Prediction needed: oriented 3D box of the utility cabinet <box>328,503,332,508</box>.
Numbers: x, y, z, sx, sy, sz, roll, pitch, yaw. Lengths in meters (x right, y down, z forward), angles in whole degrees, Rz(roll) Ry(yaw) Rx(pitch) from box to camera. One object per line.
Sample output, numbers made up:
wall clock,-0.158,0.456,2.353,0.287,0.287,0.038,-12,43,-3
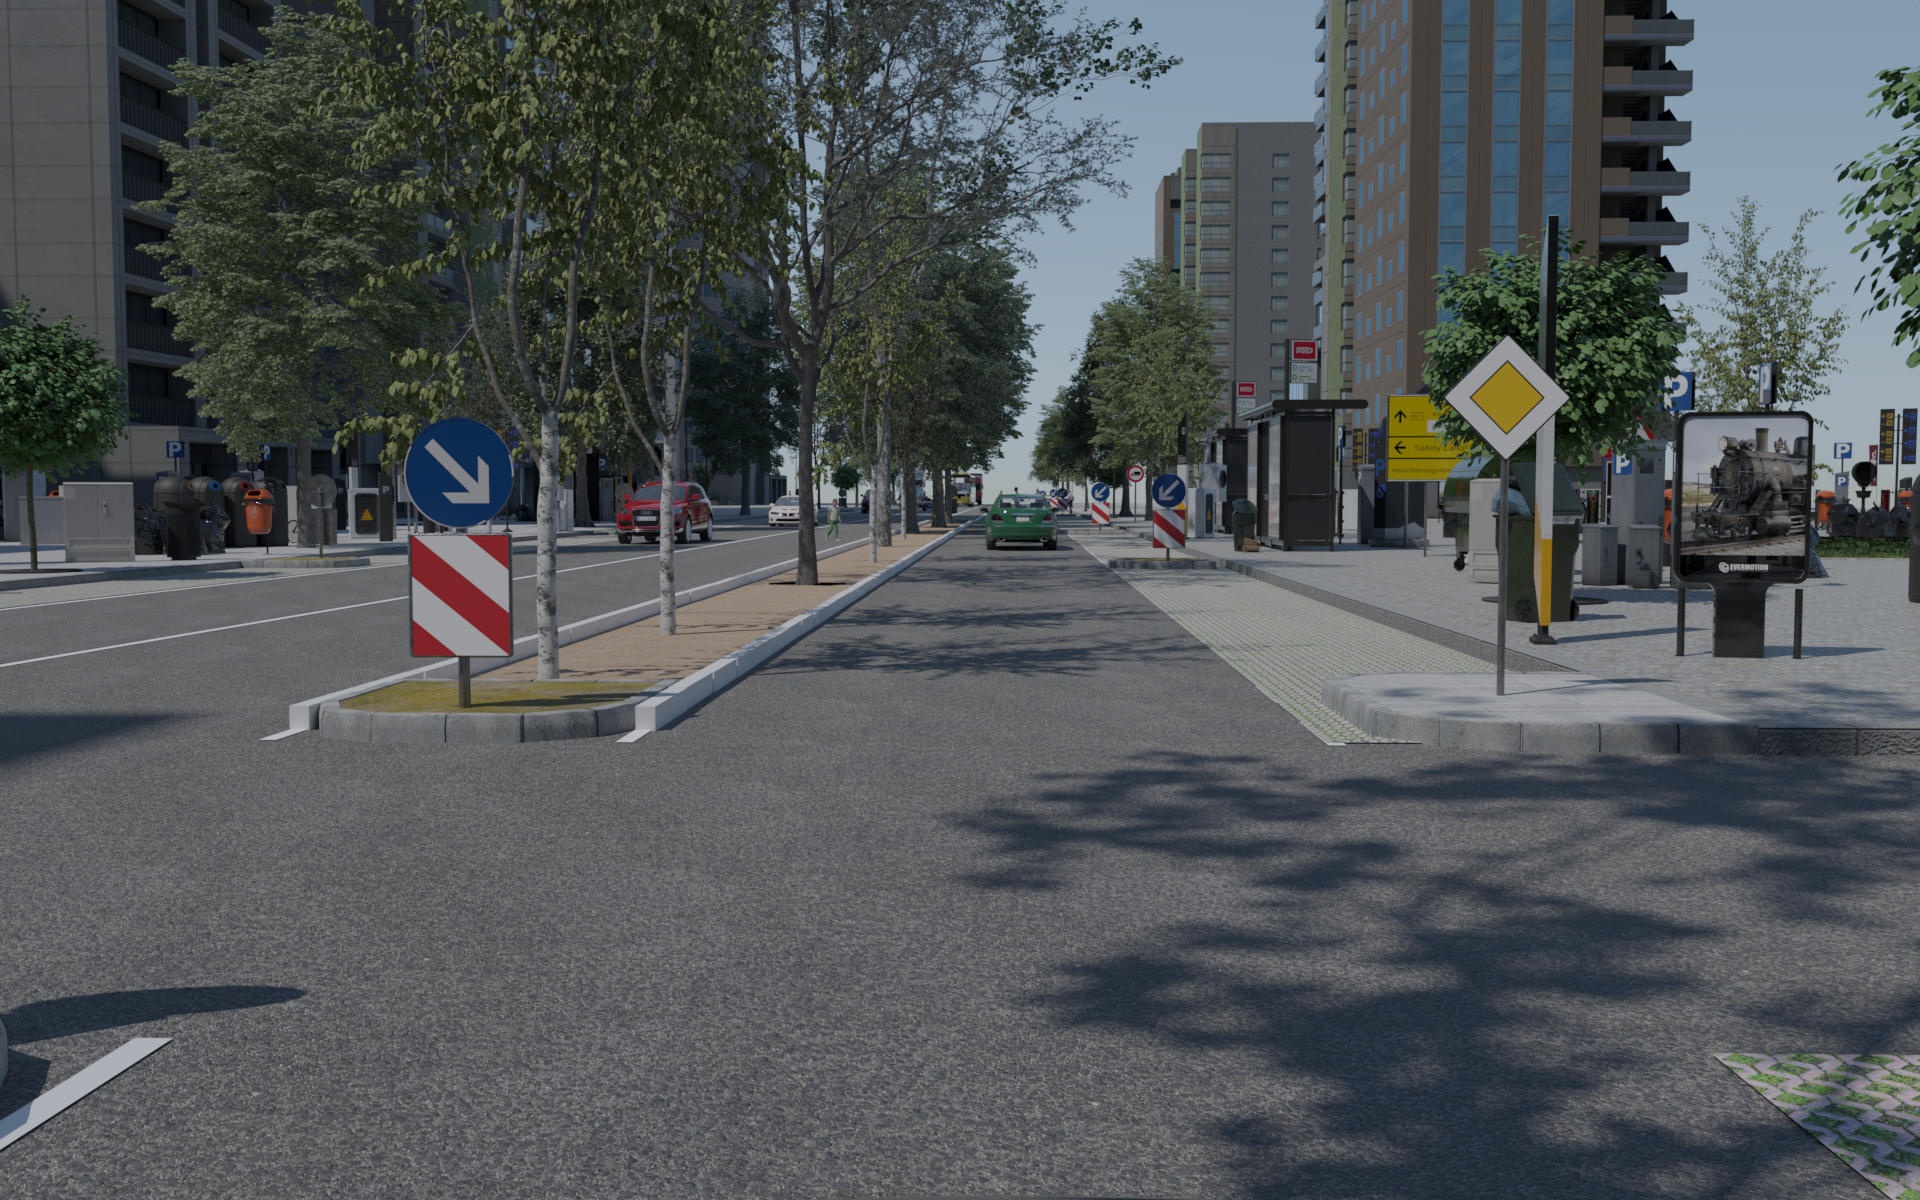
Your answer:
utility cabinet,-19.001,-2.595,51.111,0.318,1.500,1.173,1,4,13

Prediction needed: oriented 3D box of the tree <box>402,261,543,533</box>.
tree,-15.059,-6.359,54.340,4.360,8.622,3.978,0,3,0

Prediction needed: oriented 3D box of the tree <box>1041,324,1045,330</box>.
tree,-0.882,-10.022,72.970,9.857,13.997,8.962,0,3,0

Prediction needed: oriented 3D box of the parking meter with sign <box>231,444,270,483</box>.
parking meter with sign,-25.250,-3.961,61.016,1.738,3.016,0.543,0,4,2

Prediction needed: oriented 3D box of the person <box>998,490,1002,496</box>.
person,4.404,-10.729,183.851,1.348,1.831,0.705,-3,5,-44

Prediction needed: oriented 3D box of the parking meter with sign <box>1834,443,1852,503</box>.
parking meter with sign,29.475,-3.773,57.944,0.543,3.016,1.738,2,4,28

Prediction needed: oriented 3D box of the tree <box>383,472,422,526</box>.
tree,-22.519,-4.671,70.979,1.663,3.219,1.824,0,3,0

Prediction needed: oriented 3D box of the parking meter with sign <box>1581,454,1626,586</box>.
parking meter with sign,9.581,-1.729,24.536,1.738,3.016,0.543,-2,4,-30

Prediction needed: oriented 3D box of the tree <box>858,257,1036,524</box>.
tree,-0.468,-9.858,81.758,7.486,12.596,7.792,0,3,0

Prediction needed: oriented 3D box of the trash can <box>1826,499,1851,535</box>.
trash can,27.007,-2.547,53.295,0.748,1.137,0.748,0,3,0

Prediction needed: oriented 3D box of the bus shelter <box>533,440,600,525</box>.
bus shelter,-17.002,-5.171,75.828,1.731,3.624,6.357,0,4,2

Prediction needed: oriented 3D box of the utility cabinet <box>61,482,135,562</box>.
utility cabinet,-16.203,-1.463,32.606,1.173,1.500,0.318,-2,4,-27

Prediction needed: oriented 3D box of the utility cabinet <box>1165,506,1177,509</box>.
utility cabinet,10.043,-4.397,80.565,0.318,1.500,1.173,-3,4,-38

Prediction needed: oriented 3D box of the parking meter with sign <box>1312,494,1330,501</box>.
parking meter with sign,13.402,-4.170,64.438,1.738,3.016,0.543,3,5,40

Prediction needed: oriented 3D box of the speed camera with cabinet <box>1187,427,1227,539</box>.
speed camera with cabinet,7.219,-3.446,50.672,0.660,3.252,2.038,2,4,27

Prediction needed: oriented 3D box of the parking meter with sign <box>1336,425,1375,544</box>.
parking meter with sign,10.558,-2.935,44.253,1.738,3.016,0.543,0,4,-1

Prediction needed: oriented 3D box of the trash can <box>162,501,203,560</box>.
trash can,-15.084,-1.344,33.633,0.748,1.137,0.748,0,3,0

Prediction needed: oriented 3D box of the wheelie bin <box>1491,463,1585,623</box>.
wheelie bin,5.796,-0.587,17.500,0.980,1.594,0.693,-1,4,-22

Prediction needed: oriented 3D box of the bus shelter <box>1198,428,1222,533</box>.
bus shelter,9.373,-4.992,59.256,2.179,5.291,8.768,0,4,2

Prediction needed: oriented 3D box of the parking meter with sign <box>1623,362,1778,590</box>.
parking meter with sign,9.967,-1.655,23.318,1.738,3.016,0.543,1,4,9

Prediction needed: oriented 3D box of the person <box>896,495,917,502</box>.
person,-3.204,-5.772,102.891,1.348,1.821,0.705,1,4,16

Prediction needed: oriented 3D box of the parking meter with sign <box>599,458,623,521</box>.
parking meter with sign,-16.741,-5.221,81.624,0.543,3.016,1.738,3,5,44

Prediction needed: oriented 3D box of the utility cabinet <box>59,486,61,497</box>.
utility cabinet,-23.481,-2.294,46.185,1.173,1.500,0.318,2,4,27

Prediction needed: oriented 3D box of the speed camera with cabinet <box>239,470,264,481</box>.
speed camera with cabinet,-26.406,-4.379,65.931,0.660,3.252,2.038,2,4,26

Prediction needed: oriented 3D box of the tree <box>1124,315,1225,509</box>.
tree,8.505,-7.386,71.123,4.737,8.622,4.395,0,3,0

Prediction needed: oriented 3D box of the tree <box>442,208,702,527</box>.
tree,-14.701,-9.172,66.972,9.611,12.733,9.660,0,3,0

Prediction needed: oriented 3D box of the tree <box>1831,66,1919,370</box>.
tree,6.675,-1.584,9.607,4.285,4.588,4.351,0,3,0

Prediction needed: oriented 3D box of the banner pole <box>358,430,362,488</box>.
banner pole,-23.691,-4.771,68.030,0.863,3.779,0.401,3,4,36

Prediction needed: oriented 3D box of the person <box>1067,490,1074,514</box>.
person,7.148,-6.335,113.023,0.756,1.711,0.436,-3,5,-44

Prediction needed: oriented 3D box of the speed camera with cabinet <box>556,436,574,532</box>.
speed camera with cabinet,-13.764,-3.977,59.353,0.660,3.252,2.038,0,4,0

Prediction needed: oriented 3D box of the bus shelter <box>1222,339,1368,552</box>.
bus shelter,8.124,-3.970,42.548,2.179,5.291,8.768,0,4,2

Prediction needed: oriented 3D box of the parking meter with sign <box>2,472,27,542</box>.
parking meter with sign,-25.136,-3.054,46.202,1.738,3.016,0.543,-2,4,-28

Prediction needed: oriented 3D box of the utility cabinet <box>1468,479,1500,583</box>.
utility cabinet,7.855,-0.976,24.630,1.173,1.500,0.318,3,5,40

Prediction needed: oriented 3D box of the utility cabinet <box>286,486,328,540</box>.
utility cabinet,-18.169,-2.399,47.902,1.173,1.500,0.318,1,4,14

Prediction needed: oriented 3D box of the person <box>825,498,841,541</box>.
person,-3.840,-2.428,52.448,0.590,1.304,0.306,3,5,45

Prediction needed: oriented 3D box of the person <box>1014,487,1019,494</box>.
person,2.710,-4.587,83.841,0.374,1.781,0.599,1,4,17

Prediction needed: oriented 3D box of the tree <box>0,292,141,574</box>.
tree,-15.293,-2.735,28.438,4.285,4.588,4.351,0,3,0

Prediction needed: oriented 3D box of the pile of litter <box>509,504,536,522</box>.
pile of litter,-20.202,-4.073,80.560,1.719,0.858,1.176,1,4,12

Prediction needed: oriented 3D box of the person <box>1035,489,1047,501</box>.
person,5.413,-6.864,120.808,1.350,1.814,0.705,0,4,1

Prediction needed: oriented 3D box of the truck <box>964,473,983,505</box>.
truck,1.811,-15.118,236.086,2.839,4.237,11.283,0,4,1

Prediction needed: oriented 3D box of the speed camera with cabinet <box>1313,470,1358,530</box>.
speed camera with cabinet,13.597,-4.128,61.821,0.660,3.252,2.038,-3,5,-42

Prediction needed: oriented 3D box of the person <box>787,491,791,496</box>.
person,-16.426,-9.585,165.748,0.750,1.759,0.617,1,4,22

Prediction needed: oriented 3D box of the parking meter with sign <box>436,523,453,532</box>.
parking meter with sign,-17.769,-3.868,59.507,0.543,3.016,1.738,0,4,-3

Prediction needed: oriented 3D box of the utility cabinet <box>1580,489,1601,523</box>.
utility cabinet,27.504,-4.094,75.613,1.173,1.500,0.318,-1,4,-9

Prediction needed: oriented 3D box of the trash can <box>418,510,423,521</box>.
trash can,-25.662,-4.326,82.390,0.748,1.137,0.748,0,3,0

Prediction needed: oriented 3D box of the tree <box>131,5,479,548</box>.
tree,-15.299,-7.498,40.719,7.486,12.596,7.792,0,3,0

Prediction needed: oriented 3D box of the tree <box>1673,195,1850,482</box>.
tree,19.658,-5.622,42.289,4.737,8.622,4.395,0,3,0

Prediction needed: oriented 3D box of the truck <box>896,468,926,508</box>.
truck,-4.756,-11.817,182.973,2.967,4.110,18.799,0,4,1

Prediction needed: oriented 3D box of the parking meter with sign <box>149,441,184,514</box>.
parking meter with sign,-25.793,-3.670,56.260,0.543,3.016,1.738,0,4,-2

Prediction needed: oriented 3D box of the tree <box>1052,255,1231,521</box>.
tree,9.407,-10.073,82.813,7.486,12.596,7.792,0,3,0

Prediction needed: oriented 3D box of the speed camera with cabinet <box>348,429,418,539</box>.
speed camera with cabinet,-16.625,-3.413,50.143,2.038,3.252,0.660,-2,4,-23

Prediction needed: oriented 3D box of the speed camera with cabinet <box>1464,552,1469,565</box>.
speed camera with cabinet,9.805,-2.291,31.788,0.660,3.252,2.038,2,4,30

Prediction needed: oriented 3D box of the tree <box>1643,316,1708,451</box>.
tree,28.788,-7.450,72.169,4.360,8.622,3.978,0,3,0

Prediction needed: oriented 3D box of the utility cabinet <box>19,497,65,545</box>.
utility cabinet,-23.280,-2.006,43.958,1.020,1.237,0.306,-2,4,-28
